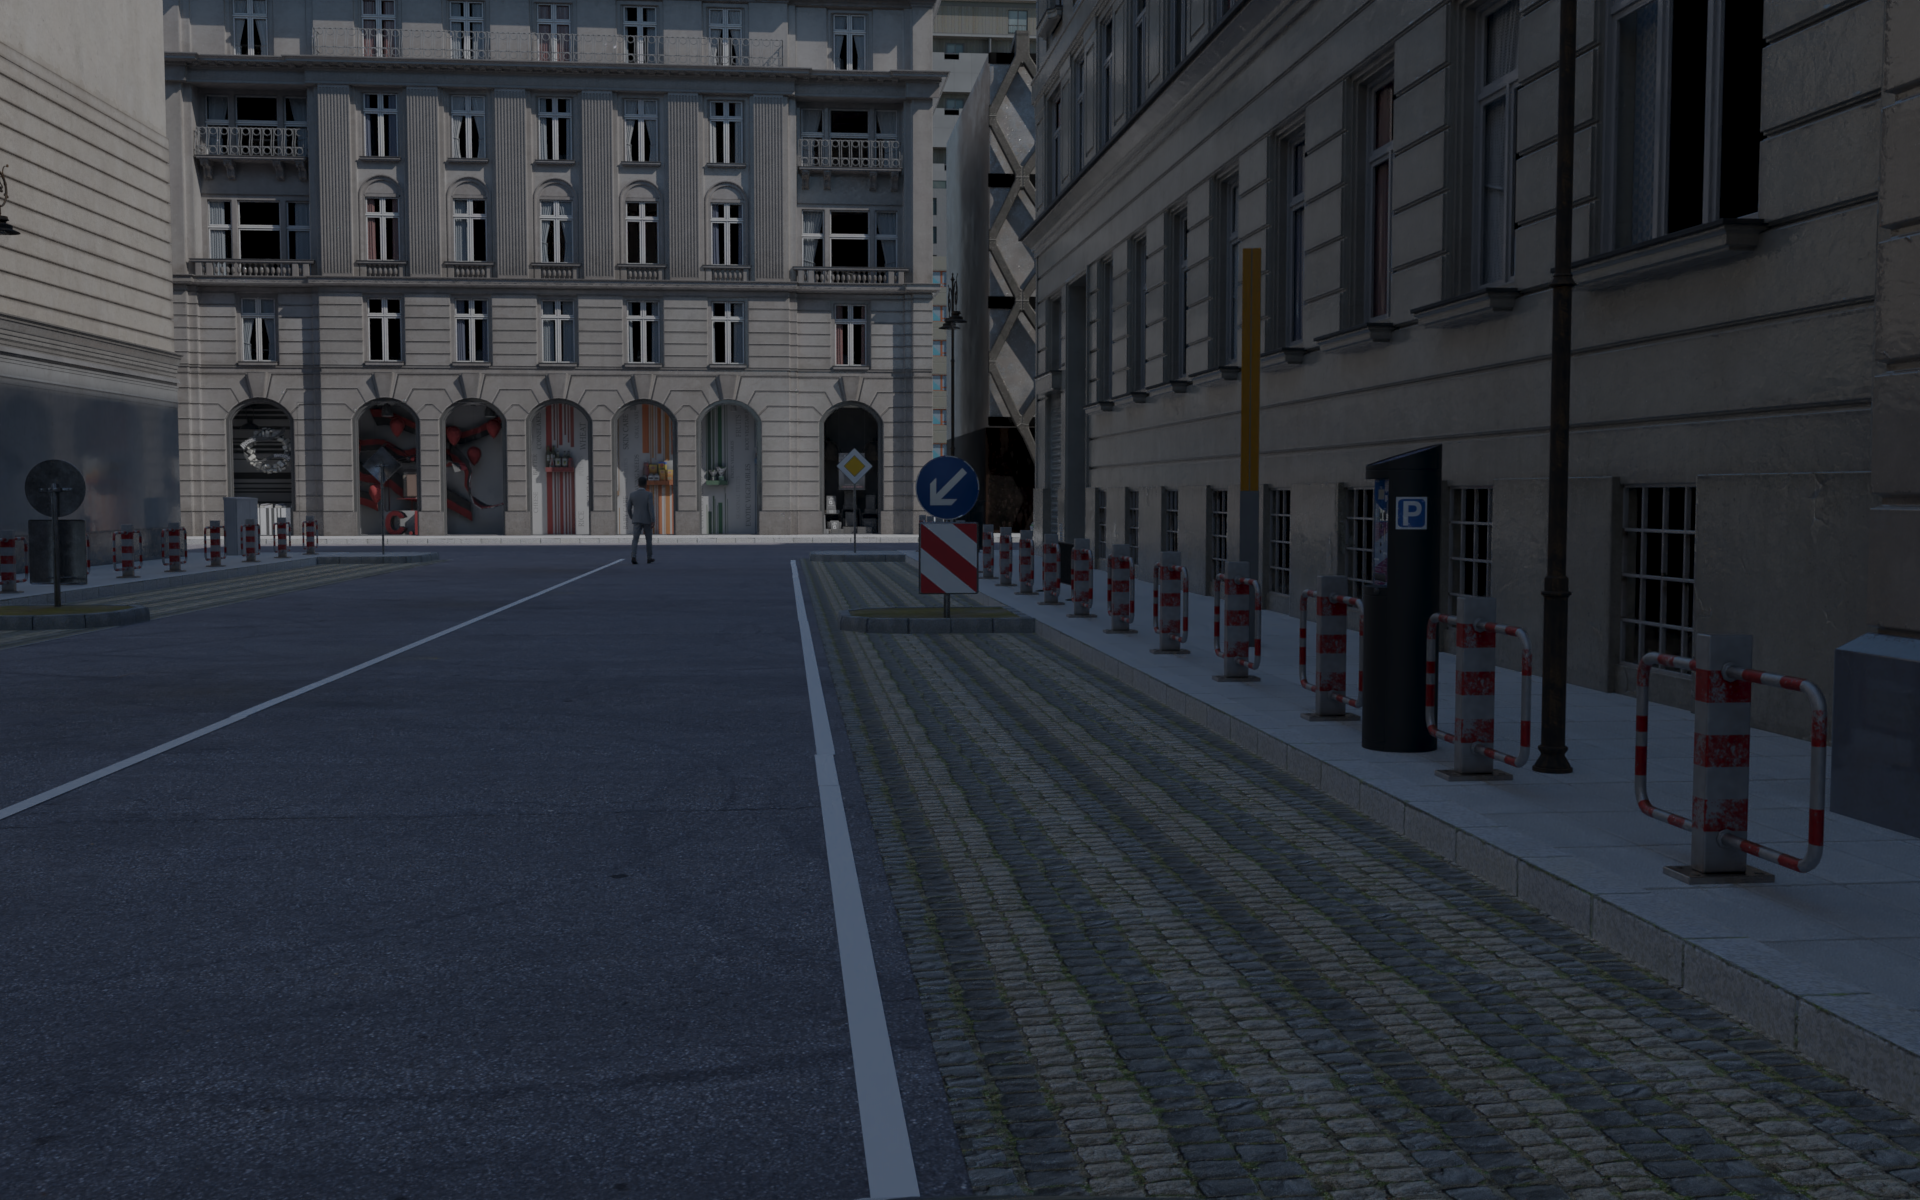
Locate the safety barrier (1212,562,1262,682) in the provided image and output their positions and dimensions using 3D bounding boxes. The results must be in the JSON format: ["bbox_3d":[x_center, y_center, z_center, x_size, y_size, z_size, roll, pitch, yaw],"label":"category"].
[{"bbox_3d":[1.899,0.146,11.890,0.300,0.817,1.120,0,4,-6],"label":"safety barrier"}]

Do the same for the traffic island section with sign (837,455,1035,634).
[{"bbox_3d":[-0.310,-0.610,18.602,1.989,1.847,2.006,0,4,-6],"label":"traffic island section with sign"}]

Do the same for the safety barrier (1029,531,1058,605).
[{"bbox_3d":[1.056,-0.354,20.068,0.300,0.817,1.120,0,4,-6],"label":"safety barrier"}]

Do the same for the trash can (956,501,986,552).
[{"bbox_3d":[0.211,-1.621,38.158,0.748,1.137,0.748,0,3,0],"label":"trash can"}]

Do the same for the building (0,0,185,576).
[{"bbox_3d":[-24.289,-11.020,29.331,18.267,20.994,9.793,0,4,-6],"label":"building"}]

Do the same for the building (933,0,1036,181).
[{"bbox_3d":[0.505,-36.282,182.451,28.713,52.752,27.495,0,4,-6],"label":"building"}]

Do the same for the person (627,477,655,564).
[{"bbox_3d":[-6.540,-1.638,35.557,0.678,1.792,0.850,1,4,10],"label":"person"}]

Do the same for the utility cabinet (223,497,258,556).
[{"bbox_3d":[-15.184,-1.557,36.611,0.306,1.237,1.020,0,4,2],"label":"utility cabinet"}]

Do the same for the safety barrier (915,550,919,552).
[{"bbox_3d":[-0.833,-1.480,38.470,0.300,0.817,1.120,0,4,-6],"label":"safety barrier"}]

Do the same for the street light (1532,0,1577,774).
[{"bbox_3d":[2.745,-2.144,7.845,0.468,5.910,1.993,0,4,-6],"label":"street light"}]

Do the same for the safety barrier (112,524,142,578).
[{"bbox_3d":[-12.718,-0.746,26.466,0.300,0.817,1.120,0,4,-6],"label":"safety barrier"}]

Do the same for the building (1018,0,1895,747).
[{"bbox_3d":[10.228,-11.578,22.579,16.112,22.955,30.059,0,4,-6],"label":"building"}]

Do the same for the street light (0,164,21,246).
[{"bbox_3d":[-12.880,-3.059,22.799,0.468,5.910,1.993,0,4,-6],"label":"street light"}]

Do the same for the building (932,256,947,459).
[{"bbox_3d":[4.228,-18.119,141.277,27.650,21.520,28.899,0,4,-6],"label":"building"}]

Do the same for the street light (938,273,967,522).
[{"bbox_3d":[-0.153,-3.888,36.364,0.468,5.910,1.993,0,4,-6],"label":"street light"}]

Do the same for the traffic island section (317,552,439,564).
[{"bbox_3d":[-12.261,-0.886,36.765,2.009,0.180,2.903,0,4,-6],"label":"traffic island section"}]

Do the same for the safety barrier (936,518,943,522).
[{"bbox_3d":[-0.204,-1.105,32.337,0.300,0.817,1.120,0,4,-6],"label":"safety barrier"}]

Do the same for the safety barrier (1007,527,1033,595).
[{"bbox_3d":[0.848,-0.479,22.110,0.300,0.817,1.120,0,4,-6],"label":"safety barrier"}]

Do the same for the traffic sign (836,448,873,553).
[{"bbox_3d":[-2.294,-2.083,37.704,0.795,2.450,0.064,0,4,-6],"label":"traffic sign"}]

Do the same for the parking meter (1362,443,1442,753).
[{"bbox_3d":[2.222,-0.019,8.717,0.372,1.533,0.369,0,3,0],"label":"parking meter"}]

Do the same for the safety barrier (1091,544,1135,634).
[{"bbox_3d":[1.481,-0.104,15.977,0.300,0.817,1.120,0,4,-6],"label":"safety barrier"}]

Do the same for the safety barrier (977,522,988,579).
[{"bbox_3d":[0.427,-0.730,26.209,0.300,0.817,1.120,0,4,-6],"label":"safety barrier"}]

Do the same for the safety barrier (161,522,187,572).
[{"bbox_3d":[-12.928,-0.870,28.508,0.300,0.817,1.120,0,4,-6],"label":"safety barrier"}]

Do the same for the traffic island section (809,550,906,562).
[{"bbox_3d":[-2.271,-0.948,37.783,2.009,0.180,2.903,0,4,-6],"label":"traffic island section"}]

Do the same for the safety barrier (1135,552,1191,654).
[{"bbox_3d":[1.691,0.021,13.936,0.300,0.817,1.120,0,4,-6],"label":"safety barrier"}]

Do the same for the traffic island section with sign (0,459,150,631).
[{"bbox_3d":[-10.108,-0.634,18.995,1.989,1.847,2.006,0,4,-6],"label":"traffic island section with sign"}]

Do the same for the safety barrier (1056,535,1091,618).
[{"bbox_3d":[1.267,-0.229,18.022,0.300,0.817,1.120,0,4,-6],"label":"safety barrier"}]

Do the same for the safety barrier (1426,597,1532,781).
[{"bbox_3d":[2.320,0.396,7.801,0.300,0.817,1.120,0,4,-6],"label":"safety barrier"}]

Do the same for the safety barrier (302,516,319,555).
[{"bbox_3d":[-13.762,-1.371,36.687,0.300,0.817,1.120,0,4,-6],"label":"safety barrier"}]

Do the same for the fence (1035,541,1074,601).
[{"bbox_3d":[1.276,-0.393,21.803,0.278,0.683,2.069,0,4,-8],"label":"fence"}]

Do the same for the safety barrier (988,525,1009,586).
[{"bbox_3d":[0.639,-0.604,24.151,0.300,0.817,1.120,0,4,-6],"label":"safety barrier"}]

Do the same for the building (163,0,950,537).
[{"bbox_3d":[-12.929,-13.259,58.582,24.055,21.916,13.314,0,4,-6],"label":"building"}]

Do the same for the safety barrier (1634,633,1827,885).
[{"bbox_3d":[2.533,0.521,5.760,0.300,0.817,1.120,0,4,-6],"label":"safety barrier"}]

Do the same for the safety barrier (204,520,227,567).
[{"bbox_3d":[-13.134,-0.995,30.549,0.300,0.817,1.120,0,4,-6],"label":"safety barrier"}]

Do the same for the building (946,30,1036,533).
[{"bbox_3d":[8.629,-11.906,62.116,16.811,18.784,16.820,0,4,-6],"label":"building"}]

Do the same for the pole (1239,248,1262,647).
[{"bbox_3d":[2.429,-1.263,14.500,0.158,3.312,0.155,0,3,0],"label":"pole"}]

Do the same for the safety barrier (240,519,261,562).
[{"bbox_3d":[-13.351,-1.121,32.597,0.300,0.817,1.120,0,4,-6],"label":"safety barrier"}]

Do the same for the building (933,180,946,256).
[{"bbox_3d":[-5.084,-23.849,161.626,14.160,30.474,14.107,0,4,-6],"label":"building"}]

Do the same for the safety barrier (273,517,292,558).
[{"bbox_3d":[-13.556,-1.245,34.638,0.300,0.817,1.120,0,4,-6],"label":"safety barrier"}]

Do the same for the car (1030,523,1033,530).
[{"bbox_3d":[4.353,-2.470,49.173,4.718,1.807,1.959,0,4,-5],"label":"car"}]

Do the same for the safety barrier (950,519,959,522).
[{"bbox_3d":[0.011,-0.980,30.296,0.300,0.817,1.120,0,4,-6],"label":"safety barrier"}]

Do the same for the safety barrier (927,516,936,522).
[{"bbox_3d":[-0.413,-1.230,34.378,0.300,0.817,1.120,0,4,-6],"label":"safety barrier"}]

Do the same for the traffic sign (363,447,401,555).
[{"bbox_3d":[-12.238,-2.022,36.706,0.795,2.450,0.064,0,4,-6],"label":"traffic sign"}]

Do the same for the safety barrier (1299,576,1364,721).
[{"bbox_3d":[2.110,0.271,9.842,0.300,0.817,1.120,0,4,-6],"label":"safety barrier"}]

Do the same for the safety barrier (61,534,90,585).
[{"bbox_3d":[-12.506,-0.621,24.425,0.300,0.817,1.120,0,4,-6],"label":"safety barrier"}]

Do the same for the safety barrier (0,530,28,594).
[{"bbox_3d":[-12.301,-0.496,22.383,0.300,0.817,1.120,0,4,-6],"label":"safety barrier"}]

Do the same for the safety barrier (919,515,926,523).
[{"bbox_3d":[-0.624,-1.354,36.419,0.300,0.817,1.120,0,4,-6],"label":"safety barrier"}]
